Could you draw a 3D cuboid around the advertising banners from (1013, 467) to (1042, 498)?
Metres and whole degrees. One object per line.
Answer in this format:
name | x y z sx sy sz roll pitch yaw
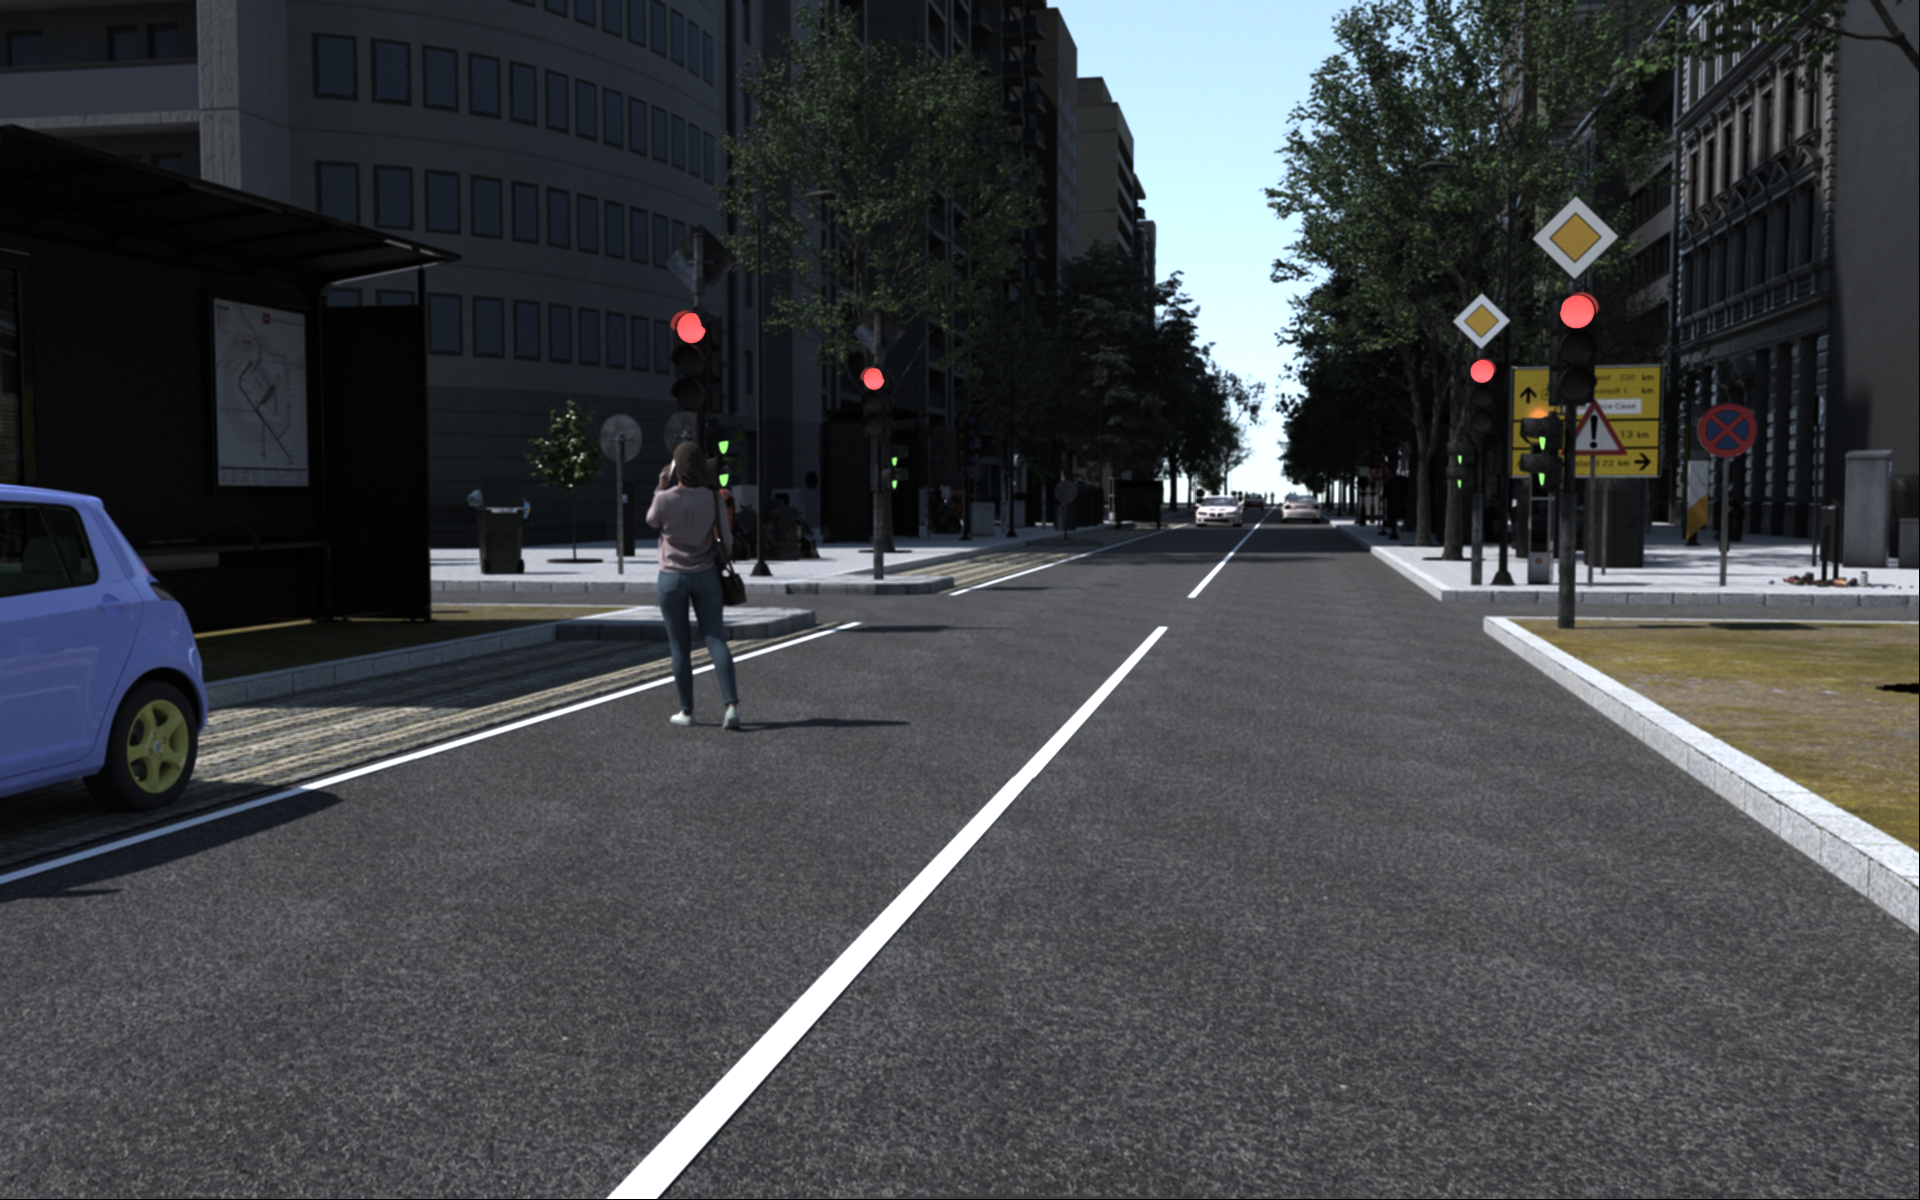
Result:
advertising banners | 3.810 -6.257 98.483 2.074 3.025 0.090 -2 4 -25

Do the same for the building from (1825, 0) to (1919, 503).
building | 33.857 -14.900 37.117 24.014 27.812 14.314 1 4 11

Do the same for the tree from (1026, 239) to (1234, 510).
tree | 7.835 -10.964 85.911 9.857 13.997 8.962 0 3 0

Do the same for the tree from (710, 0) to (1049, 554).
tree | -1.796 -6.844 37.651 9.928 11.665 9.643 0 3 0

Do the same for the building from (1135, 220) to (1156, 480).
building | 20.973 -34.819 252.887 14.154 41.232 14.086 1 4 11

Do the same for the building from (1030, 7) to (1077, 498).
building | 2.991 -31.139 159.233 14.600 45.320 14.200 1 4 11

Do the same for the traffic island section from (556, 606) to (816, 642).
traffic island section | -2.723 0.251 18.170 2.009 0.180 2.903 1 4 11

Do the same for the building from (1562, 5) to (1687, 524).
building | 37.303 -15.956 79.940 14.314 24.678 30.058 1 4 11

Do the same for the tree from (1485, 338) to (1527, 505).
tree | 20.649 -7.161 67.450 4.360 8.622 3.978 0 3 0

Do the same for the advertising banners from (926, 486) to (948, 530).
advertising banners | -0.786 -4.046 62.342 0.090 3.025 2.074 1 4 21

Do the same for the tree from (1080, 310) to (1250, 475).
tree | 12.337 -12.468 114.218 12.009 13.543 11.850 0 3 0

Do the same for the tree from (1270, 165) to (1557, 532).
tree | 15.489 -8.668 58.725 9.611 12.733 9.660 0 3 0

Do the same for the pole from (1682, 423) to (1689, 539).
pole | 20.827 -3.409 49.582 0.158 3.312 0.155 0 3 0

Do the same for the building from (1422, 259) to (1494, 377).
building | 60.601 -26.287 201.491 14.160 30.474 14.107 1 4 11

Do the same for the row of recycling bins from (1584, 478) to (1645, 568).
row of recycling bins | 11.900 -1.494 31.538 1.069 1.692 3.534 1 4 20

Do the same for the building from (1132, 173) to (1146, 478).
building | 13.214 -35.339 232.424 22.147 44.769 28.867 1 4 11

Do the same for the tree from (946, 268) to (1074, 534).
tree | 1.464 -6.434 55.561 4.737 8.622 4.395 0 3 0

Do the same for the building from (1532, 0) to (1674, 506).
building | 42.525 -25.869 106.546 14.154 41.232 14.086 1 4 11

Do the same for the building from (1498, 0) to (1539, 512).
building | 45.247 -28.756 120.274 14.600 45.320 14.200 1 4 11

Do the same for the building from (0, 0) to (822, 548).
building | -18.145 -31.229 52.597 21.231 58.520 28.212 1 4 11

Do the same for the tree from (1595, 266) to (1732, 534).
tree | 22.263 -6.437 55.603 4.360 8.622 3.978 0 3 0

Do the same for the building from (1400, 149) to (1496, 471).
building | 67.278 -34.697 221.913 22.147 44.769 28.867 1 4 11

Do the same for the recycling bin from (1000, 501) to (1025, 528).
recycling bin | 2.006 -3.267 65.968 0.722 1.027 0.722 -2 4 -28

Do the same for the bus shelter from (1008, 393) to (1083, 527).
bus shelter | 3.470 -5.728 71.284 2.179 5.291 8.768 1 4 10

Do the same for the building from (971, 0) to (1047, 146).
building | -5.110 -29.619 138.901 22.147 44.769 28.867 1 4 11

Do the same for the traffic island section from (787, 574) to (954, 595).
traffic island section | -1.242 -0.229 26.018 2.009 0.180 2.903 1 4 11

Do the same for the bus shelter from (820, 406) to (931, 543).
bus shelter | -2.263 -3.472 48.049 1.731 3.624 6.357 1 4 11

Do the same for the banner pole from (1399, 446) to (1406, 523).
banner pole | 19.464 -5.287 76.463 0.401 3.779 0.863 -2 4 -29

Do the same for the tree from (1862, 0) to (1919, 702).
tree | 6.570 -5.183 10.492 9.928 11.665 9.643 0 3 0

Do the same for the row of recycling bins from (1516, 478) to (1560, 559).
row of recycling bins | 12.073 -1.760 35.893 1.069 1.692 3.534 1 4 19

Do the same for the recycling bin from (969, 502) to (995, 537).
recycling bin | 0.667 -2.450 52.616 0.722 1.027 0.722 0 4 -4

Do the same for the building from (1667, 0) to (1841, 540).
building | 30.343 -13.869 55.643 11.050 23.489 19.941 1 4 11

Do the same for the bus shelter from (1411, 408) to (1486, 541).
bus shelter | 14.111 -3.606 50.239 1.731 3.624 6.357 1 4 11

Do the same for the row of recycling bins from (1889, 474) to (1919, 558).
row of recycling bins | 19.628 -1.777 36.170 1.069 1.692 3.534 1 4 23

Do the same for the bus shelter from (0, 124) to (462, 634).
bus shelter | -6.300 -1.405 14.254 1.731 3.624 6.357 1 4 11

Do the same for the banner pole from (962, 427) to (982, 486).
banner pole | 0.434 -4.558 64.533 0.863 3.779 0.401 1 4 16

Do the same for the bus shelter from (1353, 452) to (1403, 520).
bus shelter | 19.635 -5.365 81.638 2.014 3.302 5.546 1 4 11

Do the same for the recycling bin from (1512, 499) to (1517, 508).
recycling bin | 26.353 -4.191 81.084 0.722 1.027 0.722 -1 4 -15

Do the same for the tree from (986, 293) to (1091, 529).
tree | 3.021 -6.882 62.885 4.360 8.622 3.978 0 3 0

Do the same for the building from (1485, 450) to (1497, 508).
building | 53.200 -50.651 140.821 22.319 86.520 31.000 1 4 11

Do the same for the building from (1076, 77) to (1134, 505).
building | 9.083 -35.672 206.934 21.300 48.544 21.600 1 4 11

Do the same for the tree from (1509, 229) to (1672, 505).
tree | 17.730 -6.014 48.687 4.737 8.622 4.395 0 3 0

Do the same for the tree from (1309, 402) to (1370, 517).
tree | 21.344 -8.858 95.189 4.360 8.622 3.978 0 3 0

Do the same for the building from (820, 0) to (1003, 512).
building | -7.979 -41.300 113.507 20.563 71.187 20.611 1 4 11

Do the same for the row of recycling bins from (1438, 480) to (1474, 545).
row of recycling bins | 12.990 -2.333 45.262 1.069 1.692 3.534 1 4 13

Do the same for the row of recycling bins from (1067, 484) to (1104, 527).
row of recycling bins | 4.842 -3.803 69.285 1.069 1.692 3.534 1 4 13
